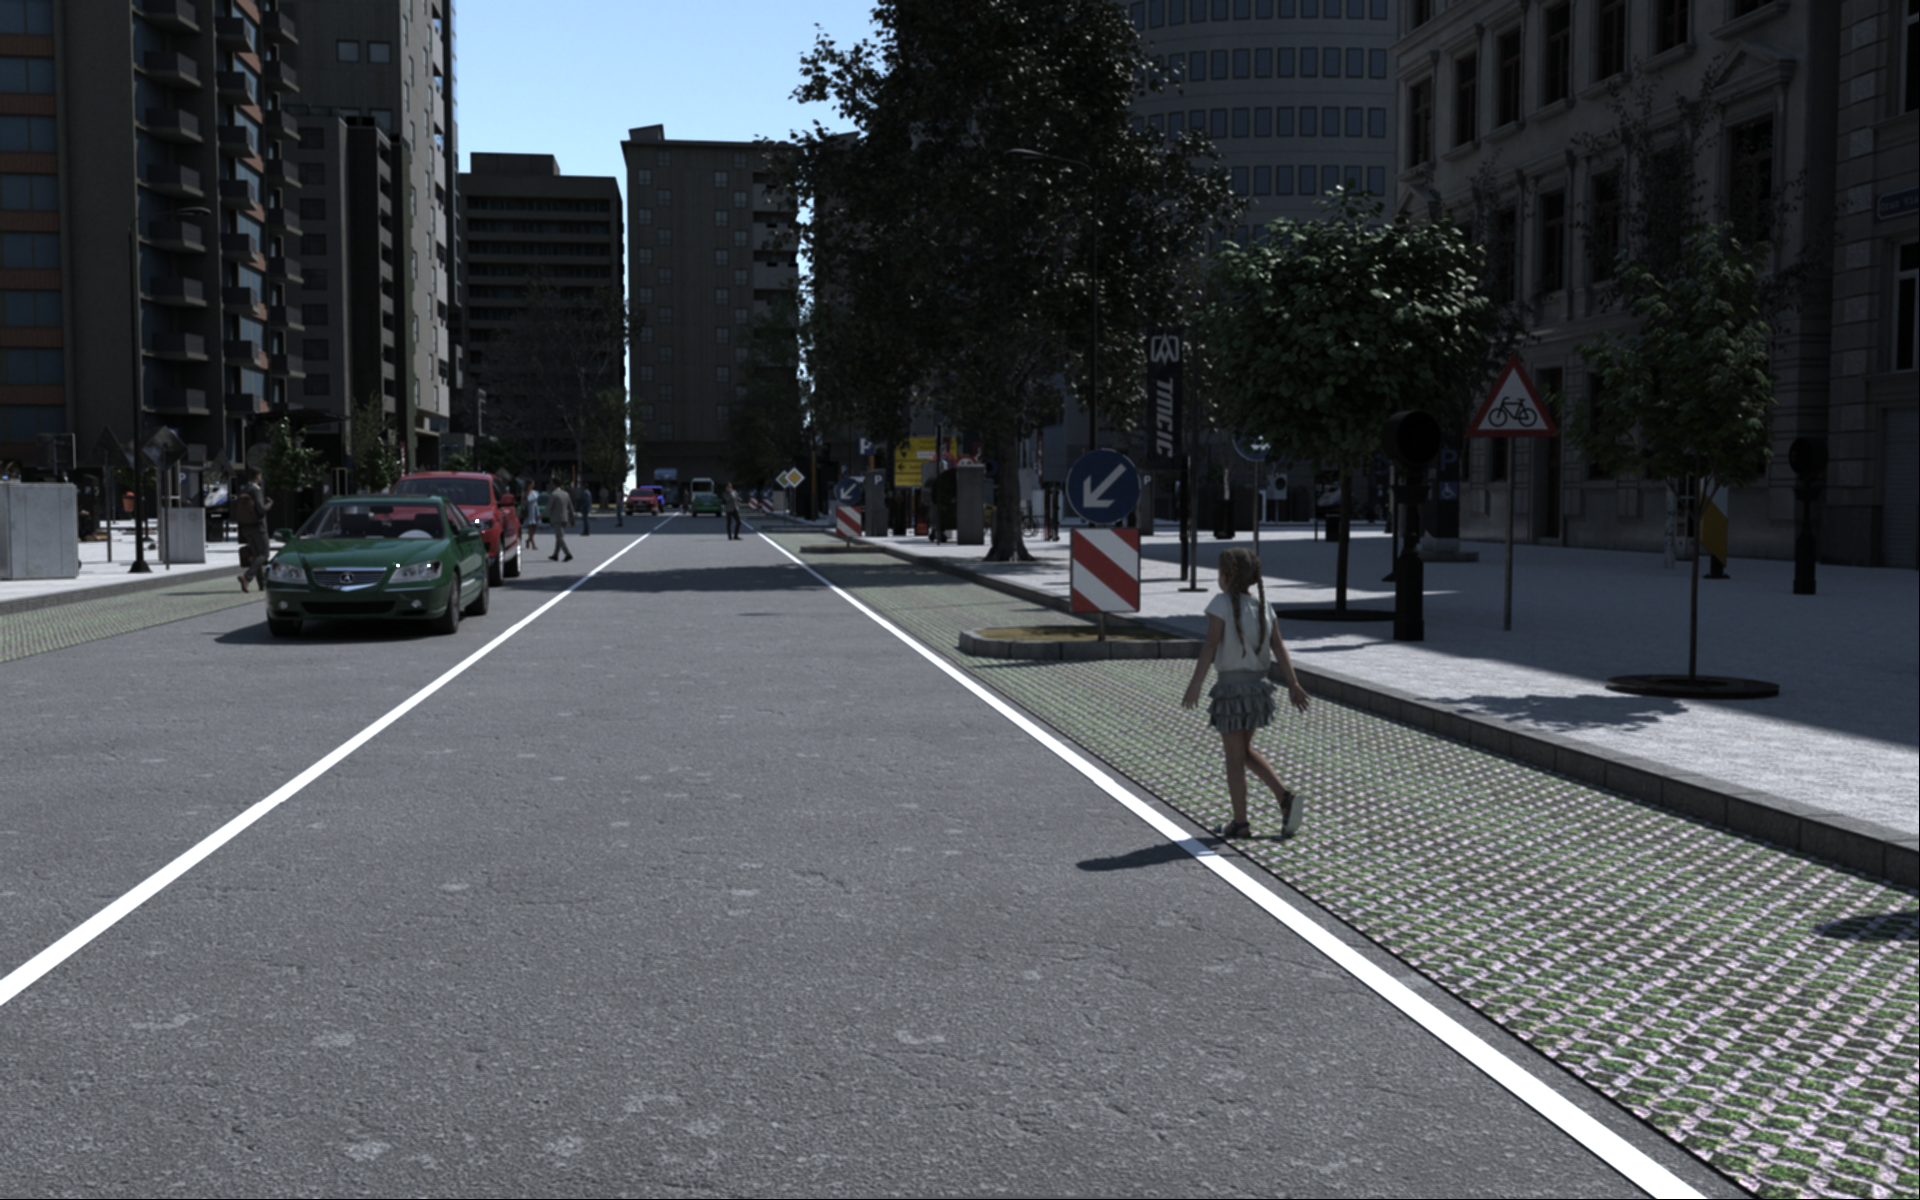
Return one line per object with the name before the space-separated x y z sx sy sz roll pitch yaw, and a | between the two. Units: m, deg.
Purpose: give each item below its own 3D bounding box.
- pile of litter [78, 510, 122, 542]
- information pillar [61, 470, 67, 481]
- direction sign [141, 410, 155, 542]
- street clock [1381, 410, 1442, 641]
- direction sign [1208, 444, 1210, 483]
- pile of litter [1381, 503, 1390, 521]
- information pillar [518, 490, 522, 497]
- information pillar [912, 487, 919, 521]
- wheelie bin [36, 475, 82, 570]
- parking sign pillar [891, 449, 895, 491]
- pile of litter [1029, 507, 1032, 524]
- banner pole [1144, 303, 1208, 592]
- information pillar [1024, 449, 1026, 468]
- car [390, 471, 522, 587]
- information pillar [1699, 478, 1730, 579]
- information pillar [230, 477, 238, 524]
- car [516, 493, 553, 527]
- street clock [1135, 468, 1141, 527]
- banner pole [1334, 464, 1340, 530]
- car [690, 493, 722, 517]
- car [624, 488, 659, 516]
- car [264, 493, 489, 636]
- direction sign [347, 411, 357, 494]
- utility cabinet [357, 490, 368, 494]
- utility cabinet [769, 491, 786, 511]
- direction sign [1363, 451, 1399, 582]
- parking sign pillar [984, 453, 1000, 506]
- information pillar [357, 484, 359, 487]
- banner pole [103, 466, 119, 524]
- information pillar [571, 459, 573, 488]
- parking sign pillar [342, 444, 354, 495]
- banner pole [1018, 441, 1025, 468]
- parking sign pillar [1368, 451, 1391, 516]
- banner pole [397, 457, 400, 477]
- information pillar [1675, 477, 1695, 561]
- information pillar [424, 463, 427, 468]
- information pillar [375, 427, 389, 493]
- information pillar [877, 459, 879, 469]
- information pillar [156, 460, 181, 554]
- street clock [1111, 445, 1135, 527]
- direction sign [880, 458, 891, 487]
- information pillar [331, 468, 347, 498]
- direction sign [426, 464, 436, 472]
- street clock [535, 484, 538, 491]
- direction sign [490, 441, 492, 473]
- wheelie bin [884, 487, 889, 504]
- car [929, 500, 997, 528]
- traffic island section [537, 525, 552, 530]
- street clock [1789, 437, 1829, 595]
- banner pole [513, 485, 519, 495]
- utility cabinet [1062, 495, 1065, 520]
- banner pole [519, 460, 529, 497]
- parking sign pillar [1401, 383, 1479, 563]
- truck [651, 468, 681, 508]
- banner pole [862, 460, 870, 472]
pile of litter | -23.455 -2.001 46.688 1.719 0.858 1.176 -3 5 -44
information pillar | -43.170 -5.634 83.475 0.183 3.616 0.504 0 4 -4
direction sign | -22.028 -3.353 46.813 0.379 3.537 0.876 -2 4 -30
street clock | 3.931 -0.645 15.120 0.471 2.002 0.358 -1 4 -21
direction sign | 11.251 -5.274 78.219 0.379 3.537 0.876 0 4 4
pile of litter | 20.412 -4.134 81.554 1.176 0.858 1.719 1 4 15
information pillar | -33.992 -7.909 133.798 0.304 2.012 0.304 -1 4 -9
information pillar | -2.163 -5.641 83.581 0.504 3.616 0.183 -3 4 -38
wheelie bin | -14.904 -1.255 28.435 0.980 1.594 0.693 2 4 25
parking sign pillar | -3.669 -7.004 102.988 1.447 3.967 1.447 1 4 22
pile of litter | 3.548 -3.825 76.504 1.176 0.858 1.719 -2 4 -31
banner pole | 2.849 -2.004 22.779 0.863 3.779 0.401 0 4 5
information pillar | 3.422 -6.041 90.122 0.183 3.616 0.504 2 4 34
car | -8.370 -1.202 28.325 2.281 1.827 5.304 -1 4 -9
information pillar | 11.422 -2.130 26.181 0.504 3.616 0.183 -1 4 -21
information pillar | -30.642 -4.199 73.150 0.304 2.012 0.304 -1 4 -14
car | -18.332 -4.064 75.247 1.959 1.807 4.718 -1 4 -9
street clock | 4.755 -2.654 47.961 0.471 2.002 0.358 3 5 45
banner pole | 13.663 -4.426 62.375 0.401 3.779 0.863 -2 4 -28
car | -15.858 -6.088 108.327 1.959 1.807 4.718 -1 4 -10
car | -21.485 -6.628 117.042 2.281 1.827 5.304 0 4 -8
car | -6.304 -0.446 19.084 2.131 1.459 4.920 -1 4 -9
direction sign | -16.701 -3.414 47.815 0.379 3.537 0.876 -1 4 -16
utility cabinet | -30.894 -4.948 89.571 0.318 1.500 1.173 0 4 -5
utility cabinet | -15.092 -8.269 143.876 1.173 1.500 0.318 -1 4 -21
direction sign | 6.401 -2.042 25.384 0.876 3.537 0.379 3 5 43
parking sign pillar | 1.557 -6.390 92.941 1.447 3.967 1.447 0 4 -4
information pillar | -33.078 -5.547 95.180 0.304 2.012 0.304 -1 4 -15
banner pole | -36.374 -5.140 74.052 0.863 3.779 0.401 2 4 26
information pillar | -26.113 -7.665 116.678 0.183 3.616 0.504 -1 4 -8
parking sign pillar | -33.238 -6.459 94.081 1.447 3.967 1.447 -1 4 -12
banner pole | 3.014 -5.639 82.218 0.401 3.779 0.863 0 4 3
parking sign pillar | 21.546 -6.123 88.576 1.447 3.967 1.447 1 4 14
banner pole | -37.572 -7.703 115.964 0.401 3.779 0.863 -2 4 -28
information pillar | 13.965 -1.758 33.232 0.304 2.012 0.304 -1 4 -18
information pillar | -40.602 -8.561 131.334 0.504 3.616 0.183 2 4 26
information pillar | -20.244 -4.242 60.713 0.183 3.616 0.504 3 5 43
information pillar | -5.459 -7.588 115.415 0.183 3.616 0.504 -1 4 -8
information pillar | -15.258 -1.768 33.406 0.304 2.012 0.304 1 4 15
street clock | 2.352 -1.287 25.608 0.358 2.002 0.471 1 4 8
direction sign | -4.643 -7.142 108.766 0.876 3.537 0.379 2 4 28
information pillar | -17.508 -2.715 48.879 0.304 2.012 0.304 3 4 38
direction sign | -39.296 -8.366 128.774 0.379 3.537 0.876 3 4 38
street clock | -31.931 -7.717 130.747 0.358 2.002 0.471 -2 4 -25
direction sign | -20.305 -5.076 74.985 0.379 3.537 0.876 -1 4 -15
wheelie bin | -3.329 -4.221 76.914 0.693 1.594 0.980 -1 4 -15
car | 0.366 -3.613 69.289 3.980 1.641 2.015 0 4 -7
traffic island section | -17.681 -2.943 70.396 2.009 0.180 2.903 -1 4 -8
street clock | 10.810 -1.073 22.113 0.358 2.002 0.471 -1 4 -11
banner pole | -32.813 -8.378 126.995 0.401 3.779 0.863 -1 4 -21
utility cabinet | 4.735 -4.543 85.448 0.306 1.237 1.020 3 5 40
banner pole | -32.544 -8.498 128.953 0.863 3.779 0.401 -3 5 -43
parking sign pillar | 9.184 -2.726 33.044 1.447 3.967 1.447 0 4 3
truck | -31.396 -12.008 186.089 2.967 4.110 18.799 -1 4 -8
banner pole | -6.833 -8.285 125.484 0.863 3.779 0.401 0 4 6
